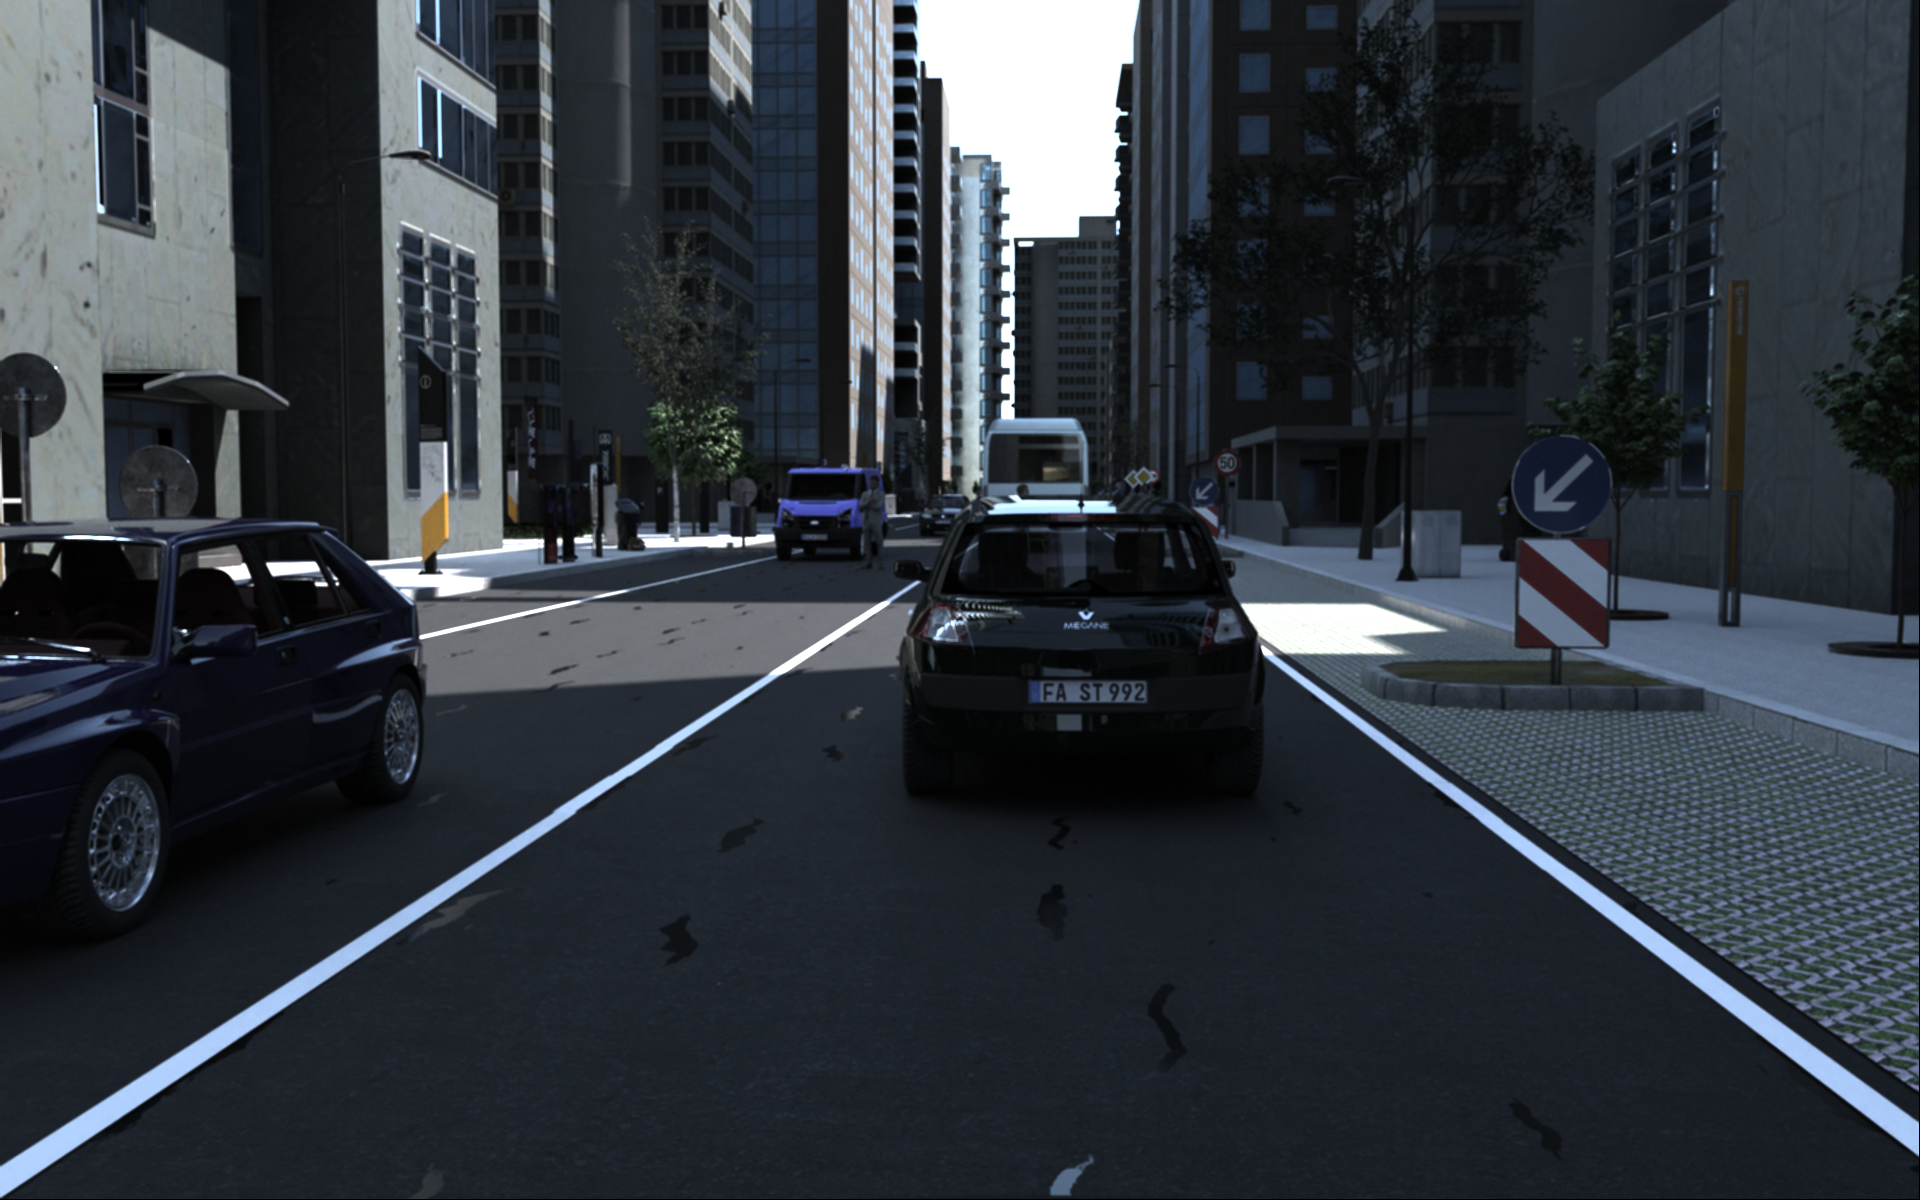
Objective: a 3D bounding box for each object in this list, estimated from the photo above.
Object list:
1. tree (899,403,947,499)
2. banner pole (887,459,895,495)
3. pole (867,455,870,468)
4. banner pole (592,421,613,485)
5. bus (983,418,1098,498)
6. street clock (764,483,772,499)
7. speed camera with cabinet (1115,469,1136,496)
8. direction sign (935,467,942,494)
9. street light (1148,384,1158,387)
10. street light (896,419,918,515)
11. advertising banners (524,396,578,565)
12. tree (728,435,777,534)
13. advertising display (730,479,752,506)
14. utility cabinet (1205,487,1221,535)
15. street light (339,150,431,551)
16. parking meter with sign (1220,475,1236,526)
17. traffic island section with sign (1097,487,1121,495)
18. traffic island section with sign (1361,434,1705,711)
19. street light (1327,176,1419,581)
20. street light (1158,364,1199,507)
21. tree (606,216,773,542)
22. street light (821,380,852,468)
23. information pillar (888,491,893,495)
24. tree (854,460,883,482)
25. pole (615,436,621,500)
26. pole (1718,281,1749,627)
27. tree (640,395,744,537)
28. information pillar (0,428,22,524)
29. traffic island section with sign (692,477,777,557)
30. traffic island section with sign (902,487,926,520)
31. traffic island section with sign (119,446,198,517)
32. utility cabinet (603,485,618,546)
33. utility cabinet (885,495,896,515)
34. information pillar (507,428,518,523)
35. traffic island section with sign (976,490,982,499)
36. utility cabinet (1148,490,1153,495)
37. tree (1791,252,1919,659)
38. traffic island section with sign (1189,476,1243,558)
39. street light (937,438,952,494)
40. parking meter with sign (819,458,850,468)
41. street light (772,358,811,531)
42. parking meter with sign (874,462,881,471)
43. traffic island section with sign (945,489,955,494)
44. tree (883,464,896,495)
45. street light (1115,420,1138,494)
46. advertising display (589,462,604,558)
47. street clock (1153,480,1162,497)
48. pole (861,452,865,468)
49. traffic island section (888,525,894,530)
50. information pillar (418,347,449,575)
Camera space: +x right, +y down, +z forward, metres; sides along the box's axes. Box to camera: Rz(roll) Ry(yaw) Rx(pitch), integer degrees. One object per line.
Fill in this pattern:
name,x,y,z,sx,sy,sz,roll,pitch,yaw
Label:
tree,-2.795,-11.428,137.215,4.360,8.622,3.978,0,3,0
banner pole,-4.958,-8.167,123.541,0.863,3.779,0.401,-3,5,-40
pole,-4.761,-5.872,89.852,0.158,3.312,0.155,0,3,0
banner pole,-12.344,-4.255,59.587,0.863,3.779,0.401,0,4,3
bus,2.370,-3.287,48.607,2.948,3.499,13.247,0,4,5
street clock,-10.702,-5.614,96.354,0.471,2.002,0.358,-1,4,-21
speed camera with cabinet,12.943,-8.628,135.404,0.660,3.252,2.038,3,5,40
direction sign,-1.819,-9.398,145.654,0.379,3.537,0.876,-3,5,-40
street light,8.631,-6.151,73.111,1.470,5.913,1.316,0,4,3
street light,-3.270,-8.212,106.804,1.470,5.913,1.316,0,4,3
advertising banners,-7.538,-2.184,31.889,0.090,3.025,2.074,1,4,12
tree,-7.002,-3.759,56.056,1.663,3.219,1.824,0,3,0
advertising display,-7.829,-3.468,61.910,0.974,1.923,0.123,2,4,35
utility cabinet,7.839,-2.760,53.810,0.318,1.500,1.173,1,4,18
street light,-7.828,-3.119,23.543,1.470,5.913,1.316,0,4,3
parking meter with sign,11.174,-4.506,69.932,1.738,3.016,0.543,3,5,44
traffic island section with sign,8.385,-5.292,95.159,1.989,1.847,2.006,0,4,3
traffic island section with sign,3.951,-0.227,12.345,1.989,1.847,2.006,0,4,3
street light,6.071,-3.237,25.473,1.470,5.913,1.316,0,4,3
street light,7.974,-5.474,62.037,1.470,5.913,1.316,0,4,3
tree,-7.450,-5.876,46.431,4.360,8.622,3.978,0,3,0
street light,-5.093,-6.010,70.798,1.470,5.913,1.316,0,4,3
information pillar,-5.094,-7.458,126.433,0.304,2.012,0.304,3,5,39
tree,-5.788,-6.385,98.990,1.663,3.219,1.824,0,3,0
pole,-12.057,-4.115,61.120,0.158,3.312,0.155,0,3,0
pole,7.463,-1.399,16.711,0.158,3.312,0.155,0,3,0
tree,-7.977,-4.182,52.092,4.285,4.588,4.351,0,3,0
information pillar,-9.007,-0.723,16.312,0.304,2.012,0.304,2,4,23
traffic island section with sign,-5.085,-1.945,40.432,1.989,1.847,2.006,0,4,3
traffic island section with sign,-2.137,-5.321,95.628,1.989,1.847,2.006,0,4,3
traffic island section with sign,-6.527,-0.299,13.515,1.989,1.847,2.006,0,4,3
utility cabinet,-8.697,-2.101,43.032,0.318,1.500,1.173,-1,4,-15
utility cabinet,-4.375,-5.680,104.035,1.020,1.237,0.306,0,4,-8
information pillar,-15.848,-4.283,61.382,0.504,3.616,0.183,3,4,37
traffic island section with sign,1.976,-10.016,172.389,1.989,1.847,2.006,0,4,3
utility cabinet,9.734,-4.912,88.983,0.318,1.500,1.173,1,4,11
tree,7.681,-1.173,13.778,1.663,3.219,1.824,0,3,0
traffic island section with sign,5.427,-1.903,39.736,1.989,1.847,2.006,0,4,3
street light,-1.331,-10.391,142.437,1.470,5.913,1.316,0,4,3
parking meter with sign,-6.053,-5.365,83.973,1.738,3.016,0.543,3,5,42
street light,-5.778,-5.312,59.388,1.470,5.913,1.316,0,4,3
parking meter with sign,-5.107,-5.975,93.948,1.738,3.016,0.543,3,4,36
traffic island section with sign,-0.655,-6.998,123.053,1.989,1.847,2.006,0,4,3
tree,-4.731,-7.075,110.282,1.663,3.219,1.824,0,3,0
street light,10.576,-8.330,108.744,1.470,5.913,1.316,0,4,3
advertising display,-7.417,-1.843,35.354,0.123,1.923,0.974,-1,4,-21
street clock,10.458,-5.335,91.802,0.358,2.002,0.471,-2,4,-32
pole,-4.720,-5.515,84.014,0.158,3.312,0.155,0,3,0
traffic island section,-3.784,-2.967,70.792,2.009,0.180,2.903,0,4,3
information pillar,-8.375,-2.212,27.518,0.504,3.616,0.183,1,4,22
